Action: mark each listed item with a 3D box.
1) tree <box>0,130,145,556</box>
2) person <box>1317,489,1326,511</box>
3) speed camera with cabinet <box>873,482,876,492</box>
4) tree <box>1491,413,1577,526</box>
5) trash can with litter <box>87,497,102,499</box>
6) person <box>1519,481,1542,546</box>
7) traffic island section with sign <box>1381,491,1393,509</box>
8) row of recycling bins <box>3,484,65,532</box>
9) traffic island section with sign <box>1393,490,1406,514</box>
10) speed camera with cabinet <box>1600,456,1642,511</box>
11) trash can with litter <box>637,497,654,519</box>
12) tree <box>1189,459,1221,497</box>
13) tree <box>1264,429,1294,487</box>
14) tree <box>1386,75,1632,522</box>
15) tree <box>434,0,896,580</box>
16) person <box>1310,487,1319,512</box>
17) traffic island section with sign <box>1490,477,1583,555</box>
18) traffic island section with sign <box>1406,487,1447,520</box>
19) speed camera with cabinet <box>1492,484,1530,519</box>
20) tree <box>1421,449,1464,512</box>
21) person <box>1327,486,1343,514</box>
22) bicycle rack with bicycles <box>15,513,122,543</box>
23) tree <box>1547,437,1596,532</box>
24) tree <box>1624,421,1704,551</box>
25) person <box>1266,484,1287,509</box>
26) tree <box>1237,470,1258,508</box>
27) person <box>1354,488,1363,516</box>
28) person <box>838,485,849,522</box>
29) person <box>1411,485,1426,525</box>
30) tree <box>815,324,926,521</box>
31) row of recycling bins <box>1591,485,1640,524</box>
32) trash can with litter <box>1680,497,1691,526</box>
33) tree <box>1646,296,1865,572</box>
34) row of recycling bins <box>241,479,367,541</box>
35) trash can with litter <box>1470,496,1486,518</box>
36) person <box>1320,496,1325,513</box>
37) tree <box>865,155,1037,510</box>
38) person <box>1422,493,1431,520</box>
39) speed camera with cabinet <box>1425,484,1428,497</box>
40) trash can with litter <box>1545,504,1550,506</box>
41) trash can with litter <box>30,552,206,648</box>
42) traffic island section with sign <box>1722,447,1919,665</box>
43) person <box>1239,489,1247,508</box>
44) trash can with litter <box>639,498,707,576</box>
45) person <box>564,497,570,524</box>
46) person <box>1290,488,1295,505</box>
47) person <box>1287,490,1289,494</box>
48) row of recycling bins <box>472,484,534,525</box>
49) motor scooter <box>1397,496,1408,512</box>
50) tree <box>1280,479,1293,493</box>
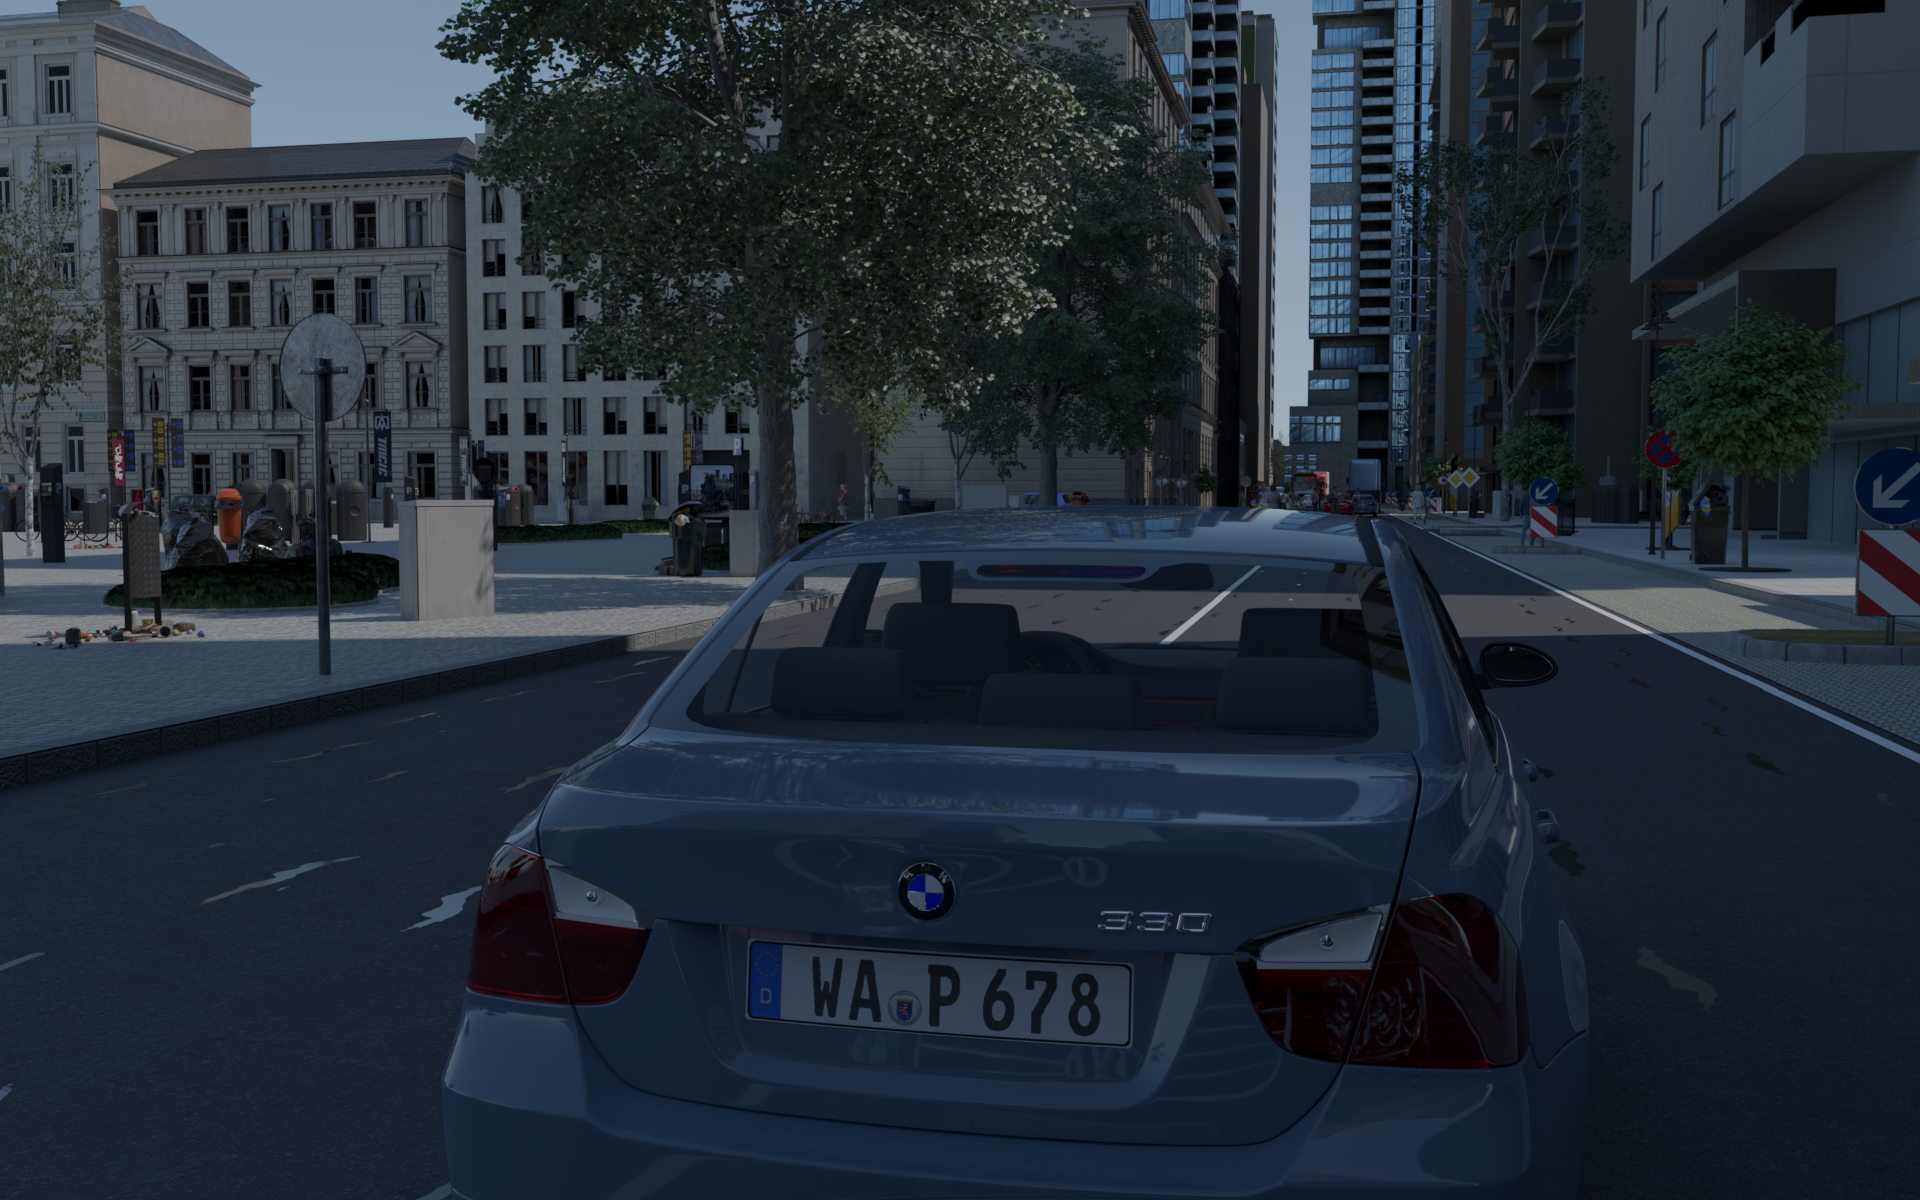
[{"bbox_3d":[-19.223,-5.223,35.766,4.360,8.622,3.978,0,3,0],"label":"tree"},{"bbox_3d":[30.925,-8.575,148.646,1.348,1.831,0.705,-2,4,-24],"label":"person"},{"bbox_3d":[-5.730,-7.878,123.141,0.660,3.252,2.038,1,4,9],"label":"speed camera with cabinet"},{"bbox_3d":[23.280,-5.290,70.204,4.285,4.588,4.351,0,3,0],"label":"tree"},{"bbox_3d":[-20.011,-1.830,40.985,2.233,1.210,1.678,-3,5,-40],"label":"trash can with litter"},{"bbox_3d":[14.983,-2.237,45.428,0.623,1.781,0.721,1,4,21],"label":"person"},{"bbox_3d":[48.747,-11.568,197.769,1.989,1.847,2.006,1,4,13],"label":"traffic island section with sign"},{"bbox_3d":[-32.044,-3.173,58.985,3.534,1.692,1.069,1,4,16],"label":"row of recycling bins"},{"bbox_3d":[32.015,-6.992,122.952,1.989,1.847,2.006,1,4,13],"label":"traffic island section with sign"},{"bbox_3d":[34.456,-5.869,90.292,2.038,3.252,0.660,0,4,7],"label":"speed camera with cabinet"},{"bbox_3d":[-12.776,-3.617,70.522,0.624,1.170,1.055,2,4,24],"label":"trash can with litter"},{"bbox_3d":[13.448,-6.123,94.720,1.663,3.219,1.824,0,3,0],"label":"tree"},{"bbox_3d":[35.992,-15.096,197.175,4.360,8.622,3.978,0,3,0],"label":"tree"},{"bbox_3d":[26.319,-13.659,79.221,12.611,20.169,13.585,0,3,0],"label":"tree"},{"bbox_3d":[-2.348,-7.104,22.812,9.857,13.997,8.962,0,3,0],"label":"tree"},{"bbox_3d":[21.523,-5.932,105.336,0.661,1.843,0.795,-3,5,-42],"label":"person"},{"bbox_3d":[13.839,-2.020,41.661,1.989,1.847,2.006,1,4,13],"label":"traffic island section with sign"},{"bbox_3d":[26.128,-5.383,96.646,1.989,1.847,2.006,1,4,13],"label":"traffic island section with sign"},{"bbox_3d":[28.125,-5.744,88.252,2.038,3.252,0.660,-2,4,-25],"label":"speed camera with cabinet"},{"bbox_3d":[35.253,-8.721,126.304,4.285,4.588,4.351,0,3,0],"label":"tree"},{"bbox_3d":[19.456,-4.997,90.167,0.822,1.834,0.622,3,5,39],"label":"person"},{"bbox_3d":[-23.803,-2.033,46.615,2.925,0.926,2.852,-1,4,-21],"label":"bicycle rack with bicycles"},{"bbox_3d":[20.246,-3.891,58.222,1.663,3.219,1.824,0,3,0],"label":"tree"},{"bbox_3d":[16.367,-2.753,39.613,1.663,3.219,1.824,0,3,0],"label":"tree"},{"bbox_3d":[10.840,-3.076,59.144,0.716,1.782,0.532,2,4,29],"label":"person"},{"bbox_3d":[22.893,-8.743,137.554,1.663,3.219,1.824,0,3,0],"label":"tree"},{"bbox_3d":[26.005,-6.415,113.479,0.850,1.850,0.679,3,4,36],"label":"person"},{"bbox_3d":[-4.876,-3.927,72.679,0.580,1.828,0.573,3,5,44],"label":"person"},{"bbox_3d":[21.233,-4.390,80.158,0.514,1.842,0.818,-2,4,-26],"label":"person"},{"bbox_3d":[-3.318,-7.059,65.774,4.737,8.622,4.395,0,3,0],"label":"tree"},{"bbox_3d":[28.846,-4.234,76.337,1.069,1.692,3.534,0,4,-4],"label":"row of recycling bins"},{"bbox_3d":[29.642,-3.608,70.372,0.624,1.170,1.055,0,4,0],"label":"trash can with litter"},{"bbox_3d":[13.242,-2.764,28.910,4.285,4.588,4.351,0,3,0],"label":"tree"},{"bbox_3d":[-18.063,-2.473,47.541,3.534,1.692,1.069,0,4,-1],"label":"row of recycling bins"},{"bbox_3d":[27.500,-4.932,92.028,0.624,1.170,1.055,-2,4,-29],"label":"trash can with litter"},{"bbox_3d":[20.096,-5.106,96.229,0.590,1.304,0.306,-2,4,-30],"label":"person"},{"bbox_3d":[-0.069,-5.342,37.708,4.360,8.622,3.978,0,3,0],"label":"tree"},{"bbox_3d":[25.307,-5.060,93.830,0.503,1.515,0.523,3,5,40],"label":"person"},{"bbox_3d":[35.933,-8.455,132.567,0.660,3.252,2.038,1,4,15],"label":"speed camera with cabinet"},{"bbox_3d":[18.784,-2.727,55.975,0.624,1.170,1.055,1,4,13],"label":"trash can with litter"},{"bbox_3d":[-7.601,-0.267,15.425,1.678,1.210,2.233,0,4,4],"label":"trash can with litter"},{"bbox_3d":[7.939,-0.412,15.357,1.989,1.847,2.006,1,4,13],"label":"traffic island section with sign"},{"bbox_3d":[15.661,-5.290,95.993,0.522,1.701,0.512,-3,4,-36],"label":"person"},{"bbox_3d":[-4.452,-0.969,27.223,0.624,1.170,1.055,-3,5,-43],"label":"trash can with litter"},{"bbox_3d":[-17.344,-3.917,76.826,0.394,1.301,0.425,1,4,19],"label":"person"},{"bbox_3d":[20.552,-6.047,107.375,0.388,1.821,0.555,-2,4,-26],"label":"person"},{"bbox_3d":[27.343,-8.292,144.349,0.850,1.792,0.678,1,4,12],"label":"person"},{"bbox_3d":[-18.292,-3.800,69.251,1.069,1.692,3.534,1,4,20],"label":"row of recycling bins"},{"bbox_3d":[33.391,-7.214,130.729,0.815,1.314,1.986,1,4,14],"label":"motor scooter"},{"bbox_3d":[41.631,-13.818,220.528,1.663,3.219,1.824,0,3,0],"label":"tree"}]
